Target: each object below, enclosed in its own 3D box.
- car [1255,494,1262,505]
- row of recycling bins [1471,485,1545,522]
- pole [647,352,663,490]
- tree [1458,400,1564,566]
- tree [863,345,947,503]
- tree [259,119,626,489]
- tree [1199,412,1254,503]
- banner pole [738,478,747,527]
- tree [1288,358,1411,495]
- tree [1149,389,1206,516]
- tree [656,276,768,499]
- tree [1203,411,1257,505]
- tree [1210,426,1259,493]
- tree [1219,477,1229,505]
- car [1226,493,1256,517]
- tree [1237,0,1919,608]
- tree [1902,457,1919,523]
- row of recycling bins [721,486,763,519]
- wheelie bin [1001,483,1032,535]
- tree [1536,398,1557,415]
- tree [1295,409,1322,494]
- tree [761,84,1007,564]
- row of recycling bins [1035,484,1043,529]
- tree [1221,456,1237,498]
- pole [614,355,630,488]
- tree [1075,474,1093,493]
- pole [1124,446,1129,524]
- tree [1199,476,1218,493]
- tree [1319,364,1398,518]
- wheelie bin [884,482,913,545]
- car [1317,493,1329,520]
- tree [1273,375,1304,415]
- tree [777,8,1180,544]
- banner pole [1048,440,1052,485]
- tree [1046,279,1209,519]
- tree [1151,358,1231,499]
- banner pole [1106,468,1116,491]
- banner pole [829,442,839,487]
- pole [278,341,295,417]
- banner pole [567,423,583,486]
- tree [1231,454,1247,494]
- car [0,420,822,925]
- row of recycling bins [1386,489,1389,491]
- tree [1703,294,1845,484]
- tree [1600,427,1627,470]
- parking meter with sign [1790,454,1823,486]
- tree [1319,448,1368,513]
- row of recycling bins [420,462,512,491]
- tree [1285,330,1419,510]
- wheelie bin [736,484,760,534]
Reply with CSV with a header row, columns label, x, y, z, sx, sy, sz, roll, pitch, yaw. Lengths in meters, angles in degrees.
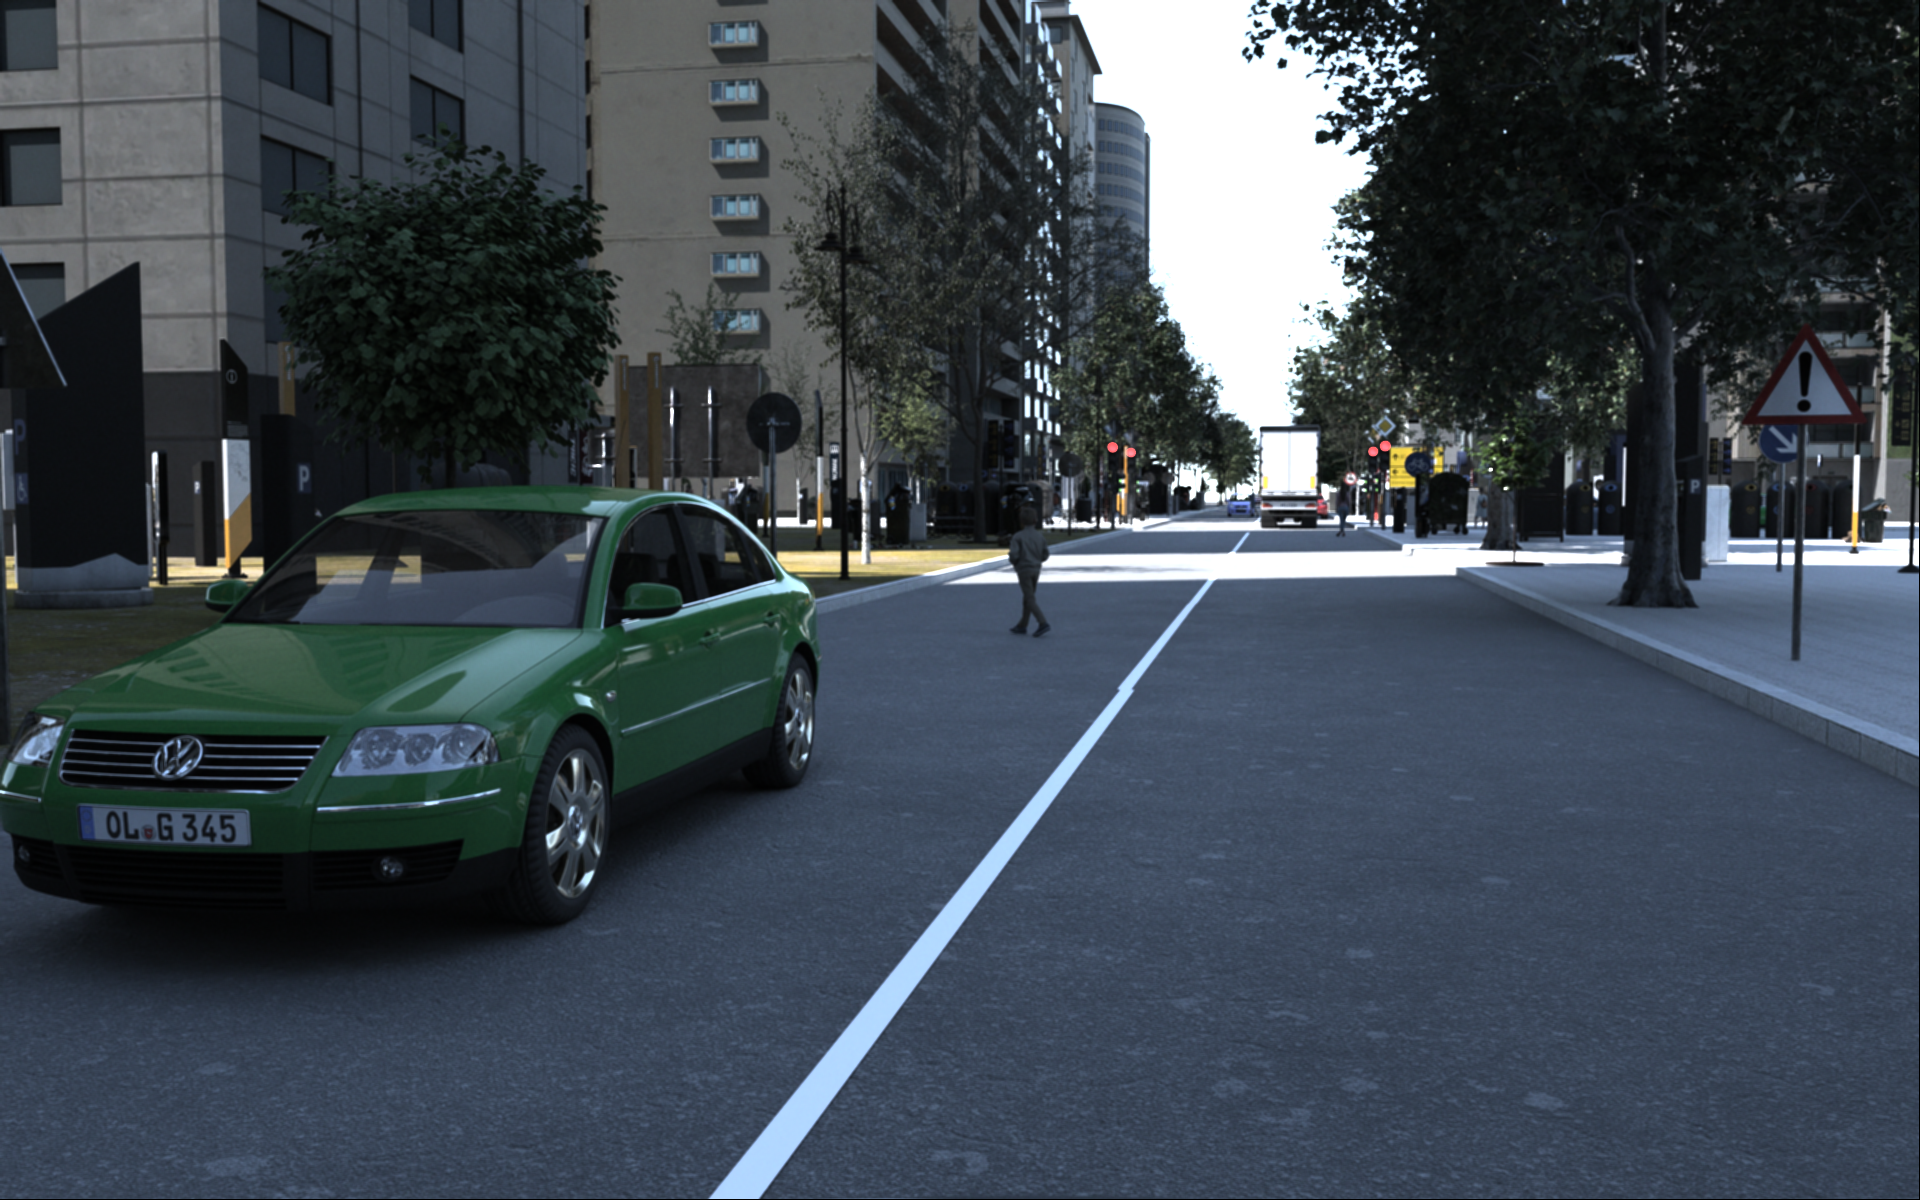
label,x,y,z,sx,sy,sz,roll,pitch,yaw
car,34.365,-11.678,199.974,2.155,1.783,4.494,1,4,10
row of recycling bins,24.988,-4.467,80.147,3.534,1.692,1.069,0,4,0
pole,-4.404,-1.908,25.044,0.158,3.312,0.155,0,3,0
tree,10.046,-2.230,31.054,1.663,3.219,1.824,0,3,0
tree,-2.502,-8.230,84.924,4.737,8.622,4.395,0,3,0
tree,-4.477,-1.939,15.413,4.285,4.588,4.351,0,3,0
tree,36.885,-19.743,240.931,7.486,12.596,7.792,0,3,0
banner pole,-6.103,-3.587,48.664,0.401,3.779,0.863,-2,4,-25
tree,25.045,-10.851,111.831,8.767,10.594,7.601,1,4,10
tree,12.593,-9.368,103.523,4.360,8.622,3.978,0,3,0
tree,-8.699,-6.685,59.661,4.737,8.622,4.395,0,3,0
tree,31.675,-17.320,208.942,9.928,11.665,9.643,0,3,0
tree,46.228,-23.483,290.593,9.857,13.997,8.962,0,3,0
tree,29.470,-12.331,196.208,1.663,3.219,1.824,0,3,0
car,17.955,-6.183,110.678,1.945,1.707,3.694,1,4,9
tree,8.027,-6.282,19.724,9.611,12.733,9.660,0,3,0
tree,42.662,-4.987,76.135,1.663,3.219,1.824,0,3,0
row of recycling bins,-10.948,-4.902,87.257,1.069,1.692,3.534,2,4,25
wheelie bin,1.659,-2.546,49.537,0.980,1.594,0.693,-3,4,-37
tree,23.176,-7.391,71.205,4.360,8.622,3.978,0,3,0
tree,40.806,-16.537,196.129,9.928,11.665,9.643,0,3,0
tree,-1.584,-4.956,31.396,4.360,8.622,3.978,0,3,0
row of recycling bins,1.275,-3.452,63.549,3.534,1.692,1.069,0,4,-8
tree,42.550,-19.755,273.352,4.737,8.622,4.395,0,3,0
pole,-4.969,-1.937,25.510,0.158,3.312,0.155,0,3,0
tree,9.729,-8.654,136.102,1.663,3.219,1.824,0,3,0
pole,7.059,-4.871,73.476,0.158,3.312,0.155,0,3,0
tree,23.759,-10.680,169.219,1.663,3.219,1.824,0,3,0
tree,21.244,-8.680,92.286,4.360,8.622,3.978,0,3,0
wheelie bin,-1.555,-2.209,44.023,0.693,1.594,0.980,0,4,4
car,20.026,-5.497,98.910,2.155,1.783,4.494,1,4,9
tree,51.952,-24.161,250.918,12.611,20.169,13.585,0,3,0
tree,0.370,-8.222,44.798,12.009,13.543,11.850,0,3,0
banner pole,4.178,-5.532,80.472,0.401,3.779,0.863,-1,4,-9
tree,9.270,-10.649,91.116,9.611,12.733,9.660,0,3,0
tree,14.679,-11.259,118.501,7.601,10.594,8.767,1,4,17
banner pole,12.348,-9.443,144.408,0.401,3.779,0.863,3,5,42
banner pole,-5.178,-5.109,73.545,0.863,3.779,0.401,2,4,24
pole,-9.030,-1.801,23.294,0.158,3.312,0.155,0,3,0
banner pole,-10.417,-3.488,47.050,0.401,3.779,0.863,1,4,22
tree,44.470,-20.247,281.405,4.360,8.622,3.978,0,3,0
car,-1.888,0.093,7.277,1.959,1.807,4.718,1,4,10
row of recycling bins,29.196,-6.886,119.694,1.069,1.692,3.534,1,4,15
tree,25.481,-6.381,54.698,4.360,8.622,3.978,0,3,0
tree,28.528,-5.411,72.191,4.285,4.588,4.351,0,3,0
parking meter with sign,36.996,-4.900,76.382,1.738,3.016,0.543,1,4,16
tree,26.261,-8.274,118.998,4.285,4.588,4.351,0,3,0
row of recycling bins,-6.496,-0.976,23.068,1.069,1.692,3.534,-1,4,-9
tree,28.883,-13.503,127.435,9.857,13.997,8.962,0,3,0
wheelie bin,-6.827,-2.929,55.804,0.693,1.594,0.980,-1,4,-23
